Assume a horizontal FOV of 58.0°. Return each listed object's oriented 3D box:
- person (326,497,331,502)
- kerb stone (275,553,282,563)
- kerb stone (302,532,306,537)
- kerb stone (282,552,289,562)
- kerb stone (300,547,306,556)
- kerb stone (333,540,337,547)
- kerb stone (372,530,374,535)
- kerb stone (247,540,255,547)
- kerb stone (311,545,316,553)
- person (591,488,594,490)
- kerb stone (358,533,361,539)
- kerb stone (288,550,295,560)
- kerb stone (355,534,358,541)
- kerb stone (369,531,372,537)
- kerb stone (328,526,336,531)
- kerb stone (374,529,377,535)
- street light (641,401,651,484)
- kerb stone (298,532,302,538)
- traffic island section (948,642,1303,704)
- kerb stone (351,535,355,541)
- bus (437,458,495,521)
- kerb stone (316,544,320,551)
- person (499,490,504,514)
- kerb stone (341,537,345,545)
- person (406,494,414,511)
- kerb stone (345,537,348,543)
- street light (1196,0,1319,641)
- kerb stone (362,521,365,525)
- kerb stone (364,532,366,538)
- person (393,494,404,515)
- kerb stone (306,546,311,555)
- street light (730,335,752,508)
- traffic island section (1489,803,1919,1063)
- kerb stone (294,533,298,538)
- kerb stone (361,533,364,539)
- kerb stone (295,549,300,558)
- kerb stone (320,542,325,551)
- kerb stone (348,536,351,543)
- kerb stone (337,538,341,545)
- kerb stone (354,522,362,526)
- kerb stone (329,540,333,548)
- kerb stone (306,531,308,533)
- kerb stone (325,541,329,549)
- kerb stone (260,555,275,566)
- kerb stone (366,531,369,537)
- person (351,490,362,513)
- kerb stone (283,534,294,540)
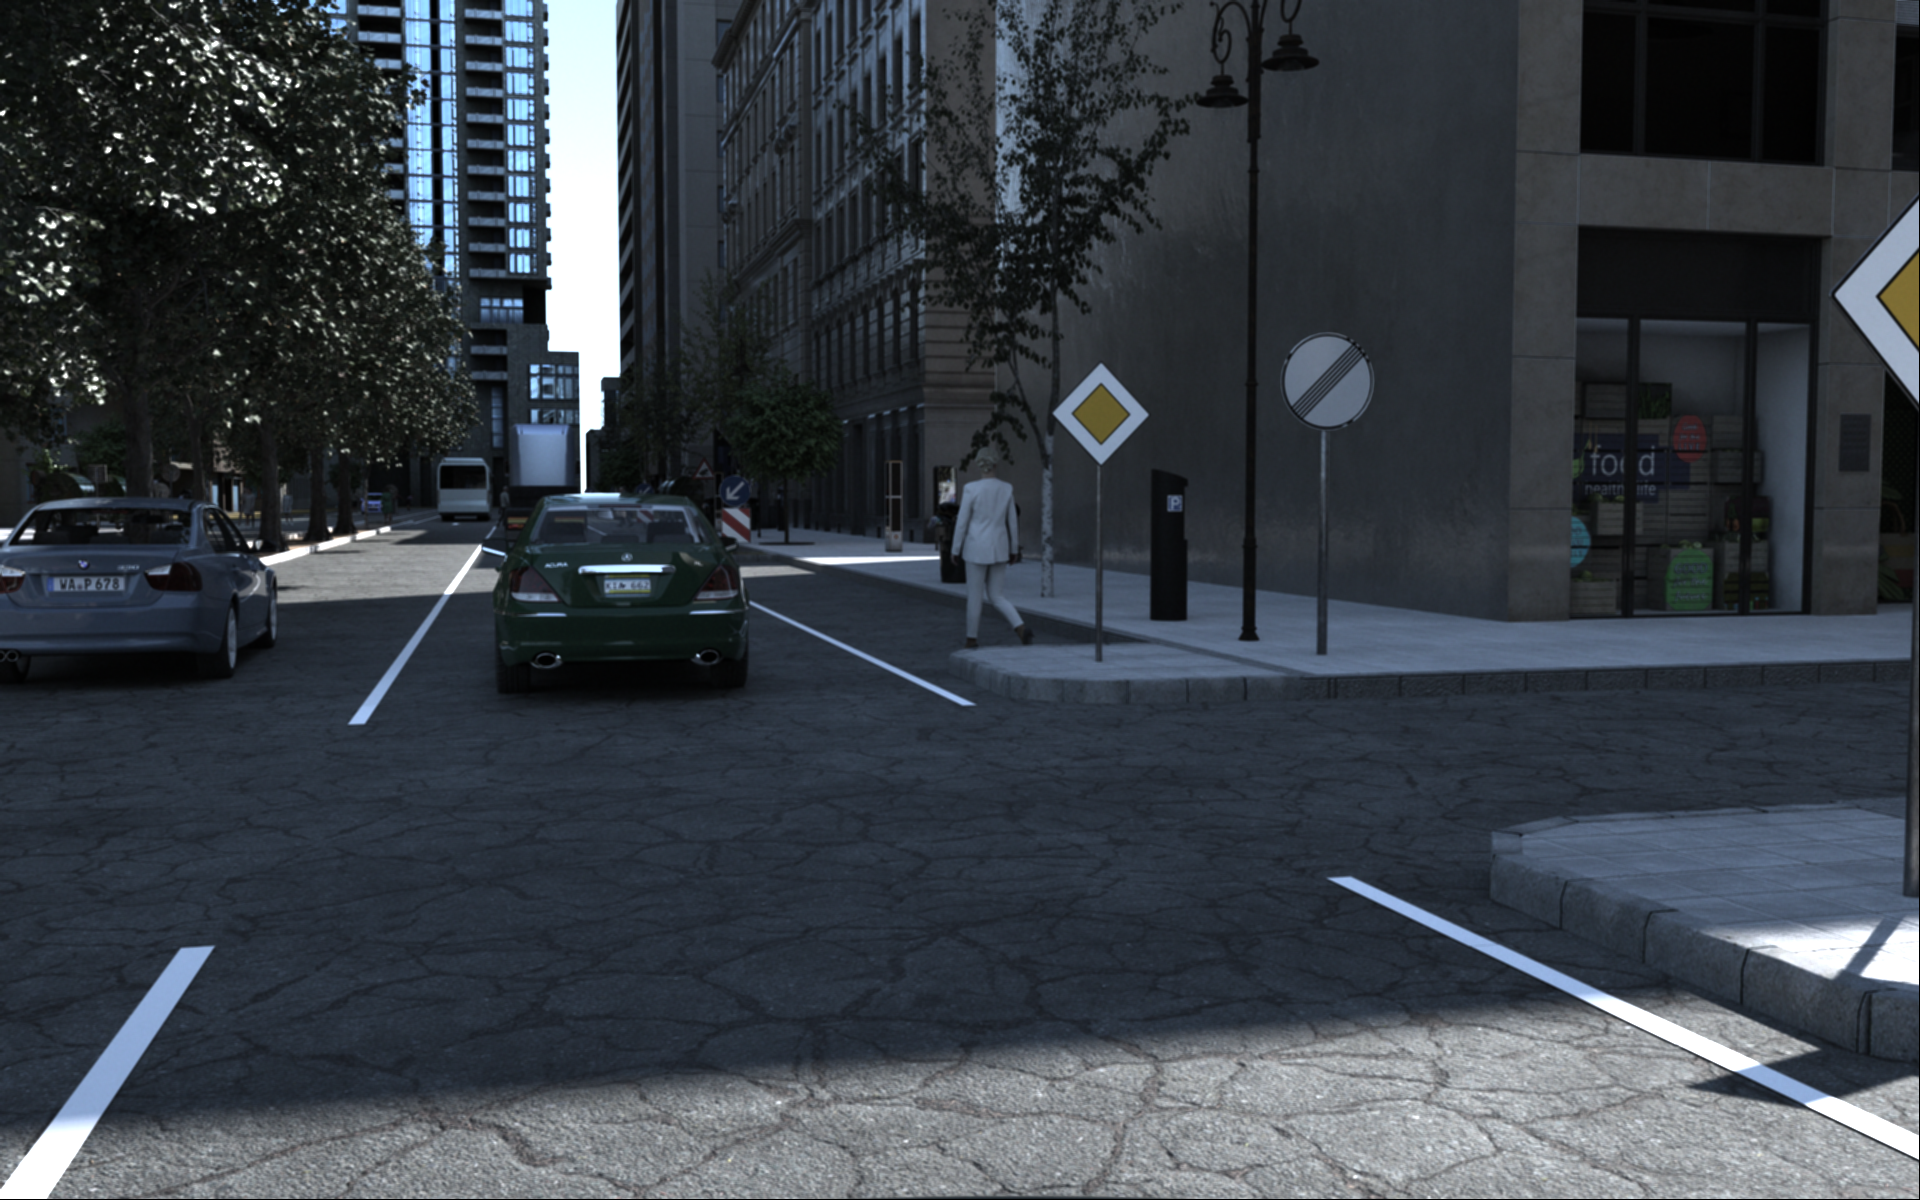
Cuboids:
[{"bbox_3d":[-40.618,-6.209,110.022,1.348,1.824,0.705,-3,5,-42],"label":"person"},{"bbox_3d":[-14.227,-0.830,35.879,0.120,0.150,1.000,-1,4,-14],"label":"kerb stone"},{"bbox_3d":[-21.852,-2.145,57.274,0.120,0.150,1.000,-1,4,-14],"label":"kerb stone"},{"bbox_3d":[-14.474,-0.898,36.872,0.120,0.150,1.000,-1,4,-14],"label":"kerb stone"},{"bbox_3d":[-15.238,-1.080,39.857,0.120,0.150,1.000,-1,4,-14],"label":"kerb stone"},{"bbox_3d":[-17.018,-1.505,46.807,0.120,0.150,1.000,-1,4,-14],"label":"kerb stone"},{"bbox_3d":[-20.054,-2.235,58.736,0.120,0.150,1.000,-1,4,-14],"label":"kerb stone"},{"bbox_3d":[-19.318,-1.532,47.312,0.120,0.150,1.000,-1,4,-14],"label":"kerb stone"},{"bbox_3d":[-15.744,-1.202,41.845,0.120,0.150,1.000,-1,4,-14],"label":"kerb stone"},{"bbox_3d":[-24.775,-6.606,116.516,0.705,1.824,1.348,0,4,-8],"label":"person"},{"bbox_3d":[-18.787,-1.930,53.758,0.120,0.150,1.000,-1,4,-14],"label":"kerb stone"},{"bbox_3d":[-14.727,-0.958,37.866,0.120,0.150,1.000,-1,4,-14],"label":"kerb stone"},{"bbox_3d":[-18.532,-1.870,52.764,0.120,0.150,1.000,-1,4,-14],"label":"kerb stone"},{"bbox_3d":[-19.806,-2.174,57.743,0.120,0.150,1.000,-1,4,-14],"label":"kerb stone"},{"bbox_3d":[-24.383,-2.753,67.199,0.120,0.150,1.000,-1,4,-14],"label":"kerb stone"},{"bbox_3d":[-20.309,-2.296,59.734,0.120,0.150,1.000,-1,4,-14],"label":"kerb stone"},{"bbox_3d":[-15.552,-6.932,86.127,0.468,5.910,1.993,-1,4,-14],"label":"street light"},{"bbox_3d":[-21.595,-2.078,56.277,0.120,0.150,1.000,-1,4,-14],"label":"kerb stone"},{"bbox_3d":[1.082,0.550,13.285,2.009,0.180,2.903,-1,4,-14],"label":"traffic island section"},{"bbox_3d":[-18.277,-1.809,51.773,0.120,0.150,1.000,-1,4,-14],"label":"kerb stone"},{"bbox_3d":[-27.056,-6.124,94.984,2.948,3.499,13.247,-1,4,-14],"label":"bus"},{"bbox_3d":[-16.002,-1.261,42.835,0.120,0.150,1.000,-1,4,-14],"label":"kerb stone"},{"bbox_3d":[-32.525,-6.950,123.048,0.530,1.710,0.541,-1,4,-12],"label":"person"},{"bbox_3d":[-17.513,-1.625,48.802,0.120,0.150,1.000,-1,4,-14],"label":"kerb stone"},{"bbox_3d":[-47.729,-8.476,150.308,0.697,1.427,0.421,-2,4,-33],"label":"person"},{"bbox_3d":[-17.773,-1.688,49.791,0.120,0.150,1.000,-1,4,-14],"label":"kerb stone"},{"bbox_3d":[2.536,-2.583,15.024,0.468,5.910,1.993,-1,4,-14],"label":"street light"},{"bbox_3d":[-27.425,-3.482,79.122,0.120,0.150,1.000,-1,4,-14],"label":"kerb stone"},{"bbox_3d":[-19.294,-2.052,55.739,0.120,0.150,1.000,-1,4,-14],"label":"kerb stone"},{"bbox_3d":[-39.200,-6.789,120.223,1.217,1.743,0.721,-1,4,-13],"label":"person"},{"bbox_3d":[-15.500,-1.141,40.845,0.120,0.150,1.000,-1,4,-14],"label":"kerb stone"},{"bbox_3d":[-6.383,-4.760,50.607,0.468,5.910,1.993,-1,4,-14],"label":"street light"},{"bbox_3d":[3.056,1.024,5.547,2.009,0.180,2.903,-1,4,-14],"label":"traffic island section"},{"bbox_3d":[-21.347,-2.020,55.285,0.120,0.150,1.000,-1,4,-14],"label":"kerb stone"},{"bbox_3d":[-19.036,-1.991,54.750,0.120,0.150,1.000,-1,4,-14],"label":"kerb stone"},{"bbox_3d":[-14.987,-1.019,38.861,0.120,0.150,1.000,-1,4,-14],"label":"kerb stone"},{"bbox_3d":[-16.248,-1.322,43.836,0.120,0.150,1.000,-1,4,-14],"label":"kerb stone"},{"bbox_3d":[-18.031,-1.748,50.781,0.120,0.150,1.000,-1,4,-14],"label":"kerb stone"},{"bbox_3d":[-17.273,-1.567,47.808,0.120,0.150,1.000,-1,4,-14],"label":"kerb stone"},{"bbox_3d":[-27.179,-3.420,78.126,0.120,0.150,1.000,-1,4,-14],"label":"kerb stone"},{"bbox_3d":[-16.767,-1.444,45.814,0.120,0.150,1.000,-1,4,-14],"label":"kerb stone"},{"bbox_3d":[-22.104,-2.206,58.265,0.120,0.150,1.000,-1,4,-14],"label":"kerb stone"},{"bbox_3d":[-16.512,-1.381,44.824,0.120,0.150,1.000,-1,4,-14],"label":"kerb stone"},{"bbox_3d":[-13.975,-0.772,34.882,0.120,0.150,1.000,-1,4,-14],"label":"kerb stone"},{"bbox_3d":[-19.551,-2.112,56.742,0.120,0.150,1.000,-1,4,-14],"label":"kerb stone"},{"bbox_3d":[-45.368,-7.377,129.896,1.217,1.735,0.721,1,4,9],"label":"person"},{"bbox_3d":[-21.086,-1.963,54.290,0.120,0.150,1.000,-1,4,-14],"label":"kerb stone"}]
